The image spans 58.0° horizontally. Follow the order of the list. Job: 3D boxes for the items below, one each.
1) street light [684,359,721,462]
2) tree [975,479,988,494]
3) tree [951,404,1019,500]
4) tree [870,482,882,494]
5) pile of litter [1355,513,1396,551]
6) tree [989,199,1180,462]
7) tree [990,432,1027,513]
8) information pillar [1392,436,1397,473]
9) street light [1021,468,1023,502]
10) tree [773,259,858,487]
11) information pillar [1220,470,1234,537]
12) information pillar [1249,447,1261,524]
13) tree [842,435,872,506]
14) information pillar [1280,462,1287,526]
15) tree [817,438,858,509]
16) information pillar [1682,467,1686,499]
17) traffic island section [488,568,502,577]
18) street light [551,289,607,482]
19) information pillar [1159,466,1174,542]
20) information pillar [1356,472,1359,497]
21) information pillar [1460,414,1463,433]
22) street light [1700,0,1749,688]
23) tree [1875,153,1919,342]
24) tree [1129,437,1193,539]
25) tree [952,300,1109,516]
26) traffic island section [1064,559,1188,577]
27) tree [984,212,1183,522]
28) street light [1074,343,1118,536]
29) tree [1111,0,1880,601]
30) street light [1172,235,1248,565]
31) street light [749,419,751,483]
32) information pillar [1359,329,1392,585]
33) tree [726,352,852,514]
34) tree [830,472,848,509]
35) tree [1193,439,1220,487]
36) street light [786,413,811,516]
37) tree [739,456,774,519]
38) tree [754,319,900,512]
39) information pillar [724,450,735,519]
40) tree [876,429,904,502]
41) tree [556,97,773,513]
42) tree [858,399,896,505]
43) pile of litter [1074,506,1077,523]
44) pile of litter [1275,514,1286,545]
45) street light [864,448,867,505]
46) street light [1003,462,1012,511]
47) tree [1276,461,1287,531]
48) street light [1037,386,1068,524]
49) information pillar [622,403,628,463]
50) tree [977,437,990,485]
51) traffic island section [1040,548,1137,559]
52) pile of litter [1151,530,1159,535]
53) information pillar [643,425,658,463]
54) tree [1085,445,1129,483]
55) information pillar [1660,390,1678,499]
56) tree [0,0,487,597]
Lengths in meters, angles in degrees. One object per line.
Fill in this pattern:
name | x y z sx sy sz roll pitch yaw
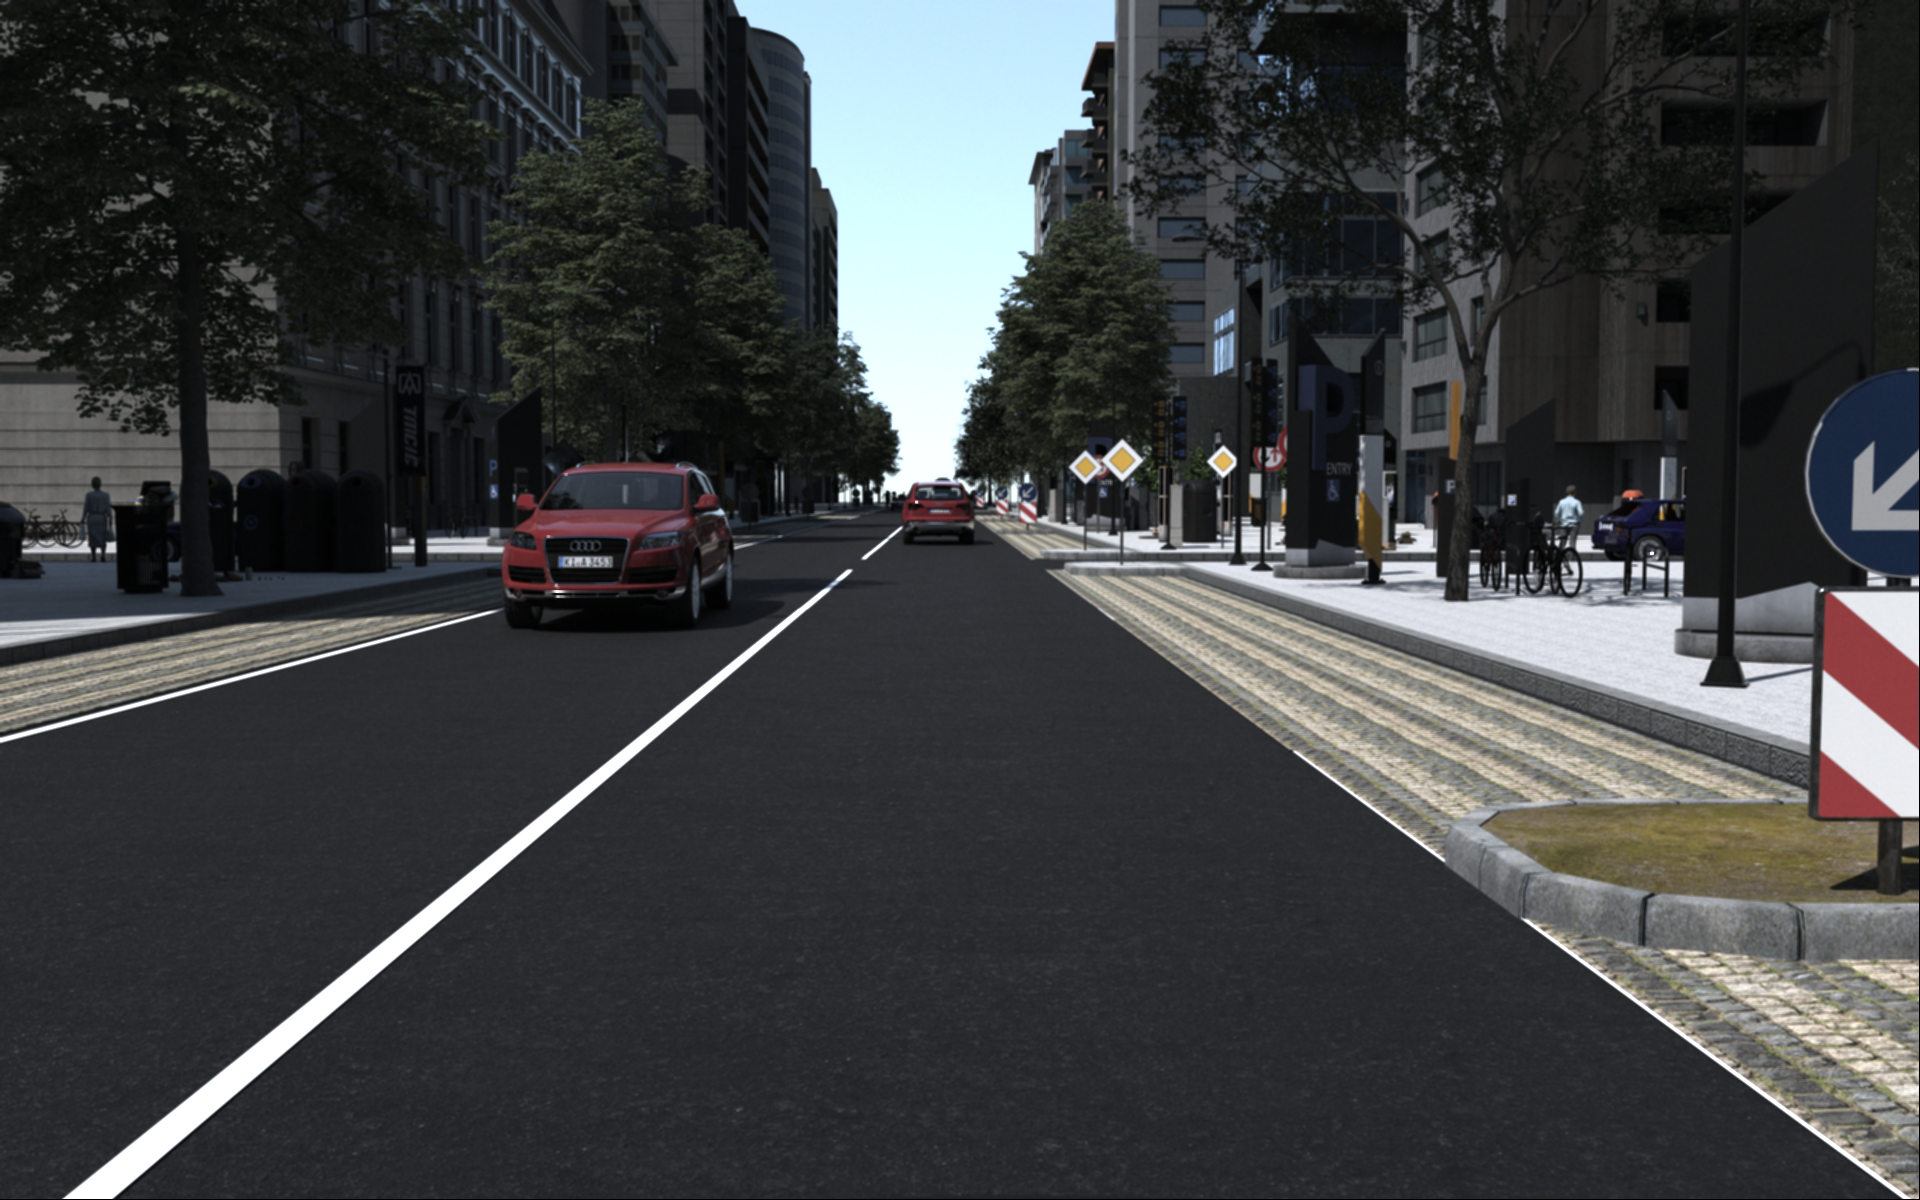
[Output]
street light | -8.932 -5.332 59.712 1.470 5.913 1.316 0 4 -1
tree | 2.983 -15.493 247.913 1.663 3.219 1.824 0 3 0
tree | 4.119 -16.459 179.467 12.009 13.543 11.850 0 3 0
tree | -11.960 -15.655 250.552 1.663 3.219 1.824 0 3 0
pile of litter | 9.435 -1.579 39.780 1.176 0.858 1.719 0 4 8
tree | 4.842 -9.129 67.388 7.486 12.596 7.792 0 3 0
tree | 4.975 -11.654 140.899 4.737 8.622 4.395 0 3 0
information pillar | 15.267 -4.298 61.622 0.504 3.616 0.183 -1 4 -16
street light | 3.730 -7.371 93.061 1.470 5.913 1.316 0 4 -1
tree | -9.830 -9.490 73.292 7.486 12.596 7.792 0 3 0
information pillar | 8.038 -2.918 52.194 0.304 2.012 0.304 2 4 29
information pillar | 11.944 -4.804 69.895 0.504 3.616 0.183 1 4 12
tree | -11.730 -14.625 189.483 4.737 8.622 4.395 0 3 0
information pillar | 13.141 -4.780 69.511 0.504 3.616 0.183 3 4 38
tree | -10.648 -11.916 145.187 4.360 8.622 3.978 0 3 0
information pillar | 19.998 -2.628 47.452 0.304 2.012 0.304 -3 4 -37
traffic island section | -7.148 -0.546 31.215 2.009 0.180 2.903 0 4 -1
street light | -8.694 -4.088 39.381 1.470 5.913 1.316 0 4 -1
information pillar | 5.487 -2.542 46.054 0.304 2.012 0.304 -1 4 -23
information pillar | 13.204 -3.288 58.247 0.304 2.012 0.304 -1 4 -9
information pillar | 14.697 -3.655 51.107 0.183 3.616 0.504 -1 4 -19
street light | 4.591 -2.379 11.445 1.470 5.913 1.316 0 4 -1
tree | 15.832 -4.615 25.816 4.360 8.622 3.978 0 3 0
tree | 5.560 -3.399 50.173 1.663 3.219 1.824 0 3 0
tree | 4.677 -11.279 101.419 9.611 12.733 9.660 0 3 0
traffic island section | 2.943 -0.552 31.314 2.009 0.180 2.903 0 4 -1
tree | 5.468 -10.593 79.852 9.857 13.997 8.962 0 3 0
street light | 4.213 -4.955 53.548 1.470 5.913 1.316 0 4 -1
tree | 5.895 -5.245 20.169 8.767 10.594 7.601 1 4 8
street light | 4.495 -3.588 31.203 1.470 5.913 1.316 0 4 -1
street light | -9.139 -6.548 79.606 1.470 5.913 1.316 0 4 -1
information pillar | 5.840 -2.029 24.532 0.504 3.616 0.183 -3 5 -43
tree | -10.913 -10.717 109.637 8.767 10.594 7.601 0 4 2
tree | -10.752 -9.483 149.649 1.663 3.219 1.824 0 3 0
tree | 8.508 -4.070 61.152 1.663 3.219 1.824 0 3 0
street light | -9.307 -7.757 99.363 1.470 5.913 1.316 0 4 -1
tree | -10.450 -5.770 88.936 1.663 3.219 1.824 0 3 0
tree | -11.068 -13.450 126.559 9.857 13.997 8.962 0 3 0
information pillar | -11.708 -5.904 87.891 0.504 3.616 0.183 0 4 -3
tree | -12.528 -20.925 267.874 9.928 11.665 9.643 0 3 0
tree | -10.059 -8.047 49.694 7.486 12.596 7.792 0 3 0
tree | -11.013 -17.569 205.378 7.486 12.596 7.792 0 3 0
pile of litter | 5.522 -3.788 75.897 1.176 0.858 1.719 2 4 25
pile of litter | 8.545 -1.805 43.473 1.176 0.858 1.719 0 4 -4
street light | -10.059 -12.443 175.979 1.470 5.913 1.316 0 4 -1
street light | 3.545 -8.618 113.445 1.470 5.913 1.316 0 4 -1
tree | 11.773 -4.019 60.312 1.663 3.219 1.824 0 3 0
street light | 3.894 -6.163 73.304 1.470 5.913 1.316 0 4 -1
information pillar | -8.706 -3.284 45.056 0.183 3.616 0.504 0 4 -5
tree | 3.975 -12.575 155.956 4.737 8.622 4.395 0 3 0
traffic island section | 2.861 -1.041 39.299 2.009 0.180 2.903 0 4 -1
pile of litter | 6.507 -2.425 53.618 1.176 0.858 1.719 0 4 6
information pillar | -10.219 -4.021 57.100 0.504 3.616 0.183 -1 4 -14
tree | 7.462 -6.452 89.211 4.285 4.588 4.351 0 3 0
information pillar | 16.092 -2.935 39.347 0.504 3.616 0.183 -2 4 -34
tree | -9.460 -6.296 21.069 7.486 12.596 7.792 0 3 0
